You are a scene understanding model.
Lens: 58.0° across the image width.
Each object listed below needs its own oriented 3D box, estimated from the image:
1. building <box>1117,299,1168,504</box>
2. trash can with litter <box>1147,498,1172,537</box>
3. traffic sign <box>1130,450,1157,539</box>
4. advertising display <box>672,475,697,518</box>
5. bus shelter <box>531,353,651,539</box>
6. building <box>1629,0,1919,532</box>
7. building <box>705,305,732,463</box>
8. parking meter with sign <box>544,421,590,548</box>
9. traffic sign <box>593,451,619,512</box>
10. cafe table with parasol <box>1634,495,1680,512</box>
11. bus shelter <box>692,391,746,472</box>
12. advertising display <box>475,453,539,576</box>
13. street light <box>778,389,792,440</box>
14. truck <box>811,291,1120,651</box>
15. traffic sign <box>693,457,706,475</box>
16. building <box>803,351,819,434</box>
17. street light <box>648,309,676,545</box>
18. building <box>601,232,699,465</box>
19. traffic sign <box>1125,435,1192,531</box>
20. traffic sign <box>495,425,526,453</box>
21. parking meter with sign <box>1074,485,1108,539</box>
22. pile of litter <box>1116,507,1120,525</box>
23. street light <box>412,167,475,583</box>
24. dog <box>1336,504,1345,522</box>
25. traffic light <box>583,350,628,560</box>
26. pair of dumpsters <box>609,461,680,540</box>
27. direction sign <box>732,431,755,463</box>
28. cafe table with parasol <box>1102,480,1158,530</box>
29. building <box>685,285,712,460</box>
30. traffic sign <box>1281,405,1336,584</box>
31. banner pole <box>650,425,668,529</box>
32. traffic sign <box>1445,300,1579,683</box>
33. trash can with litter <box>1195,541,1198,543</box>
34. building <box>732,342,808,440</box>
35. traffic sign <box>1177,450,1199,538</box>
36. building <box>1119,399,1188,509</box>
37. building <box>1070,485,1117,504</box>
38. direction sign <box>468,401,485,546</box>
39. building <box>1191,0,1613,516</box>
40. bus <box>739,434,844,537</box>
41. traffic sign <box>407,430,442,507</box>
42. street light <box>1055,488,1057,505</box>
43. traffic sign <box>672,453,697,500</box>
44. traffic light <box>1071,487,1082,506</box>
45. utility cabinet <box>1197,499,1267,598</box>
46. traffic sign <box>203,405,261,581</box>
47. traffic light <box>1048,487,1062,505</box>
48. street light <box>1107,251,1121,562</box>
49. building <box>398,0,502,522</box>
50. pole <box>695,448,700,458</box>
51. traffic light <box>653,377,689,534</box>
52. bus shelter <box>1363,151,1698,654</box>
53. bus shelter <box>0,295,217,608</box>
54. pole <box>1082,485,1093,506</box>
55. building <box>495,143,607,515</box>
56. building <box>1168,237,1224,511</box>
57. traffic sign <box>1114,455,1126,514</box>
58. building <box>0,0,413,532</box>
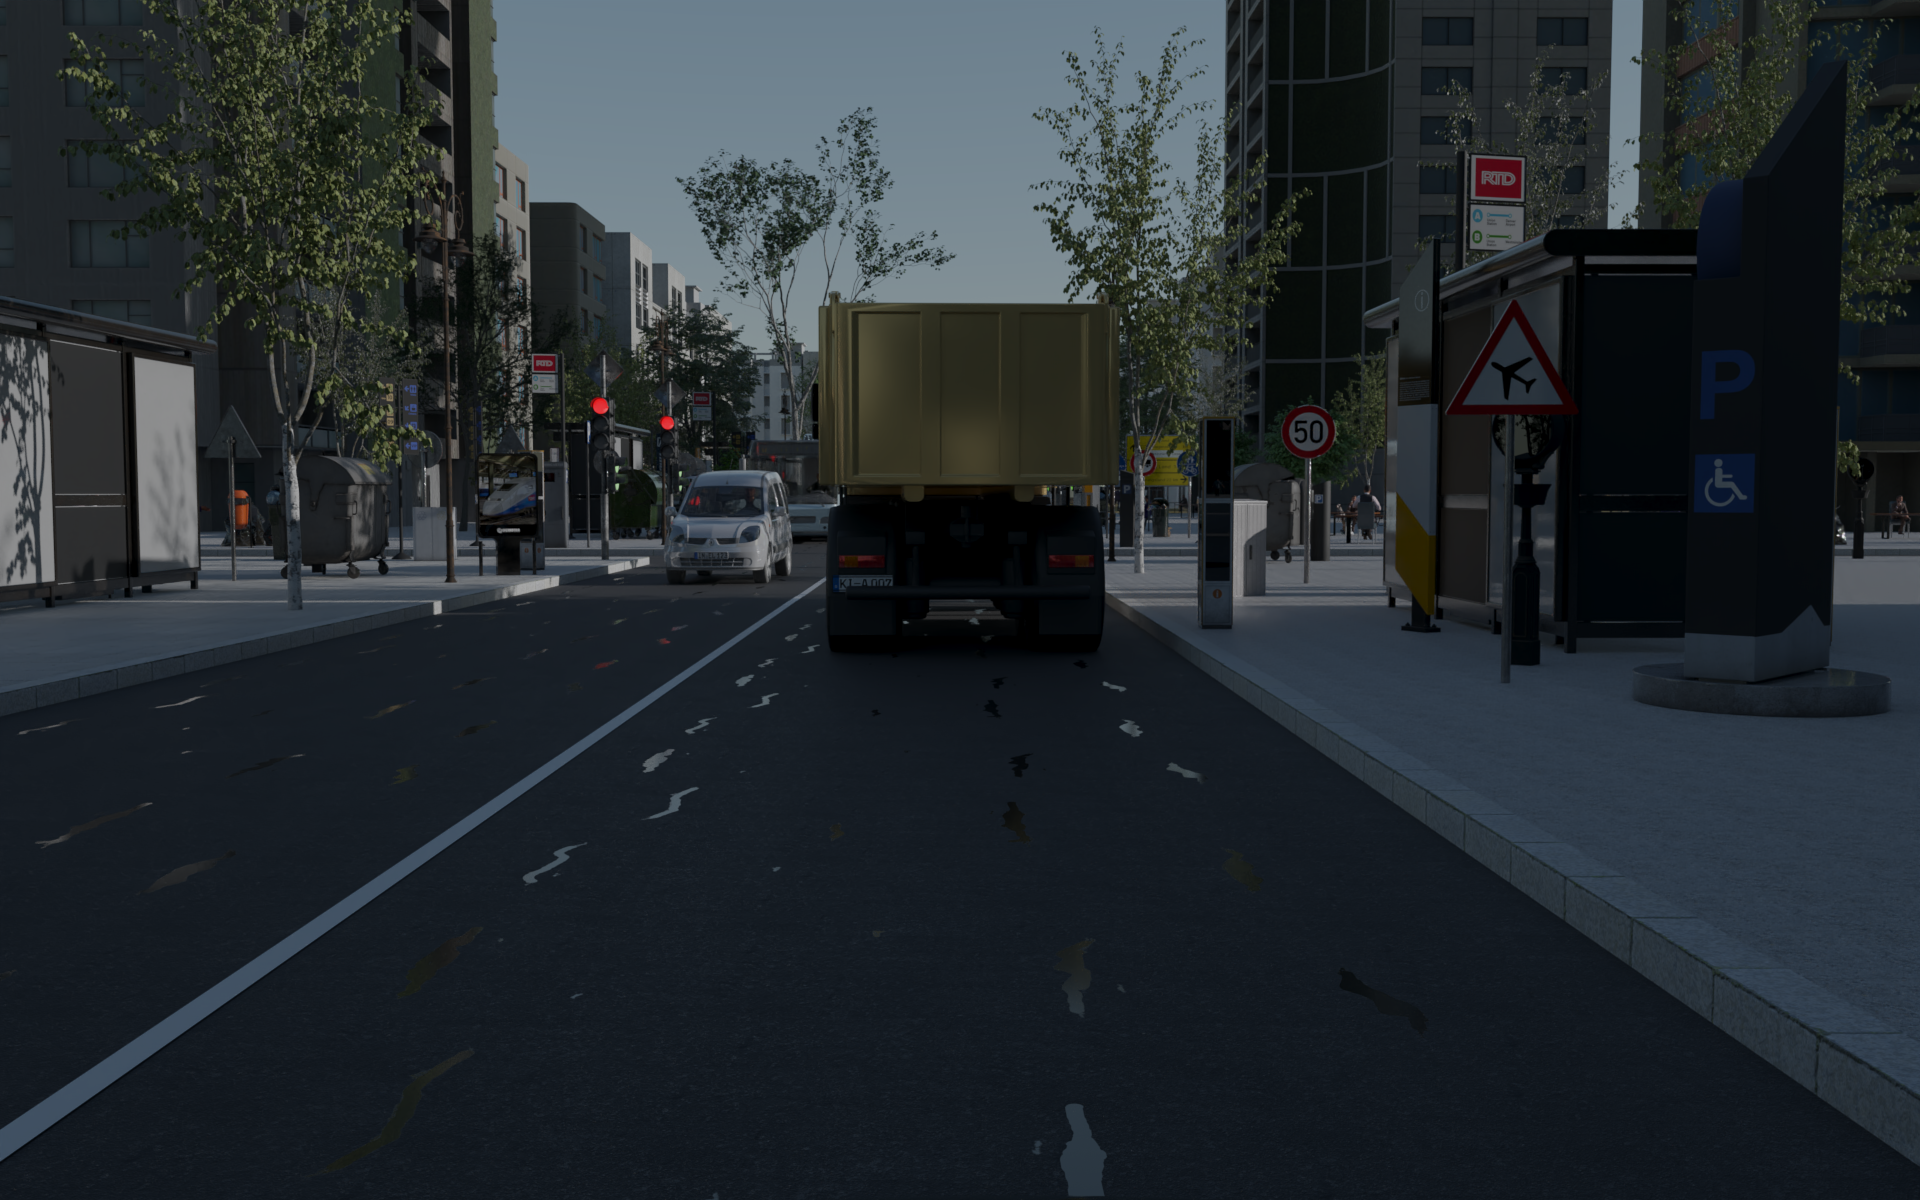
[{"bbox_3d":[24.598,-19.401,173.622,16.016,20.091,11.380,0,4,0],"label":"building"},{"bbox_3d":[5.972,-2.466,51.699,0.624,1.170,1.055,1,4,16],"label":"trash can with litter"},{"bbox_3d":[5.271,-3.044,49.869,0.768,2.556,0.104,0,4,3],"label":"traffic sign"},{"bbox_3d":[-9.047,-3.194,57.429,0.974,1.923,0.123,-1,4,-23],"label":"advertising display"},{"bbox_3d":[-11.139,-4.555,52.101,2.179,5.291,8.768,0,4,0],"label":"bus shelter"},{"bbox_3d":[40.844,-25.178,66.284,28.867,44.769,22.147,0,4,0],"label":"building"},{"bbox_3d":[-39.177,-18.585,170.326,31.486,18.905,16.747,0,4,0],"label":"building"},{"bbox_3d":[-9.697,-2.749,41.210,1.738,3.016,0.543,0,4,-6],"label":"parking meter with sign"},{"bbox_3d":[-9.703,-2.903,47.573,0.768,2.556,0.104,0,4,7],"label":"traffic sign"},{"bbox_3d":[45.119,-6.538,111.756,2.610,1.966,2.610,2,4,25],"label":"cafe table with parasol"},{"bbox_3d":[-9.396,-5.681,70.523,2.179,5.291,8.768,0,4,0],"label":"bus shelter"},{"bbox_3d":[-7.138,-1.351,27.311,0.974,1.923,0.123,-2,4,-30],"label":"advertising display"},{"bbox_3d":[-7.679,-6.321,76.142,0.468,5.910,1.993,0,4,0],"label":"street light"},{"bbox_3d":[-0.103,-1.437,19.424,3.469,3.379,9.791,0,4,-2],"label":"truck"},{"bbox_3d":[-9.186,-3.666,60.039,0.768,2.556,0.104,0,4,0],"label":"traffic sign"},{"bbox_3d":[-3.707,-21.818,223.185,31.486,18.905,16.747,0,4,0],"label":"building"},{"bbox_3d":[-7.428,-4.314,43.317,0.468,5.910,1.993,0,4,0],"label":"street light"},{"bbox_3d":[-30.669,-16.291,132.819,16.747,18.905,31.486,0,4,0],"label":"building"},{"bbox_3d":[6.804,-4.005,59.351,2.265,3.308,0.079,0,4,3],"label":"traffic sign"},{"bbox_3d":[-8.473,-2.000,32.699,0.884,2.594,0.081,0,4,3],"label":"traffic sign"},{"bbox_3d":[3.580,-3.244,49.303,1.738,3.016,0.543,-3,4,-38],"label":"parking meter with sign"},{"bbox_3d":[7.098,-3.585,72.580,1.176,0.858,1.719,0,4,3],"label":"pile of litter"},{"bbox_3d":[-7.382,-3.189,24.925,0.468,5.910,1.993,0,4,0],"label":"street light"},{"bbox_3d":[17.743,-4.014,80.007,0.800,0.831,0.513,0,4,4],"label":"dog"},{"bbox_3d":[-6.921,-2.742,33.757,0.839,4.253,0.868,0,4,0],"label":"traffic light"},{"bbox_3d":[-9.188,-2.915,50.156,1.574,2.255,4.437,0,4,-1],"label":"pair of dumpsters"},{"bbox_3d":[-7.843,-4.334,62.855,0.876,3.537,0.379,-1,4,-21],"label":"direction sign"},{"bbox_3d":[6.115,-3.523,62.471,2.610,1.966,2.610,-2,4,-31],"label":"cafe table with parasol"},{"bbox_3d":[-30.382,-18.256,154.903,16.016,20.091,11.380,0,4,0],"label":"building"},{"bbox_3d":[4.978,-1.510,24.796,0.768,2.556,0.104,1,4,8],"label":"traffic sign"},{"bbox_3d":[-10.961,-4.460,62.931,0.863,3.779,0.401,-2,4,-30],"label":"banner pole"},{"bbox_3d":[3.704,-0.715,11.687,0.884,2.594,0.081,0,4,1],"label":"traffic sign"},{"bbox_3d":[6.329,-1.914,42.676,1.055,1.170,0.624,1,4,21],"label":"trash can with litter"},{"bbox_3d":[-25.136,-22.388,222.467,11.380,20.091,16.016,0,4,0],"label":"building"},{"bbox_3d":[6.686,-3.080,50.457,0.768,2.556,0.104,0,4,2],"label":"traffic sign"},{"bbox_3d":[19.850,-12.913,153.277,9.099,9.664,28.070,0,4,0],"label":"building"},{"bbox_3d":[17.977,-22.390,222.490,11.380,20.091,16.016,0,4,0],"label":"building"},{"bbox_3d":[-11.892,-3.093,42.562,0.379,3.537,0.876,-3,4,-36],"label":"direction sign"},{"bbox_3d":[25.829,-40.810,105.493,20.563,71.187,20.611,0,4,0],"label":"building"},{"bbox_3d":[-4.927,-3.667,54.818,2.948,3.499,13.247,0,4,-2],"label":"bus"},{"bbox_3d":[-10.726,-2.114,34.671,0.768,2.556,0.104,1,4,9],"label":"traffic sign"},{"bbox_3d":[2.831,-4.782,50.969,0.468,5.910,1.993,0,4,0],"label":"street light"},{"bbox_3d":[-8.515,-3.267,53.527,0.768,2.556,0.104,0,4,5],"label":"traffic sign"},{"bbox_3d":[2.420,-2.747,33.836,0.839,4.253,0.868,0,4,0],"label":"traffic light"},{"bbox_3d":[3.411,-0.642,21.665,1.020,1.237,0.306,-3,5,-41],"label":"utility cabinet"},{"bbox_3d":[-10.684,-1.555,25.422,0.884,2.594,0.081,0,4,6],"label":"traffic sign"},{"bbox_3d":[2.366,-3.235,41.821,0.839,4.253,0.868,0,4,0],"label":"traffic light"},{"bbox_3d":[2.890,-3.671,32.806,0.468,5.910,1.993,0,4,0],"label":"street light"},{"bbox_3d":[-28.899,-18.585,75.567,14.160,30.474,14.107,0,4,0],"label":"building"},{"bbox_3d":[-11.567,-5.054,76.471,0.158,3.312,0.155,0,3,0],"label":"pole"},{"bbox_3d":[-6.975,-3.231,41.742,0.839,4.253,0.868,0,4,0],"label":"traffic light"},{"bbox_3d":[5.650,-2.471,18.036,2.179,5.291,8.768,0,4,0],"label":"bus shelter"},{"bbox_3d":[-11.028,-2.526,18.933,2.179,5.291,8.768,0,4,-1],"label":"bus shelter"},{"bbox_3d":[2.294,-2.281,31.142,0.158,3.312,0.155,0,3,0],"label":"pole"},{"bbox_3d":[-36.531,-15.426,97.252,27.650,21.520,28.899,0,4,0],"label":"building"},{"bbox_3d":[24.902,-16.935,133.303,16.016,20.091,11.380,0,4,0],"label":"building"},{"bbox_3d":[4.776,-3.292,53.932,0.768,2.556,0.104,0,4,1],"label":"traffic sign"},{"bbox_3d":[-28.872,-23.093,61.168,14.154,41.232,14.086,0,4,0],"label":"building"}]
